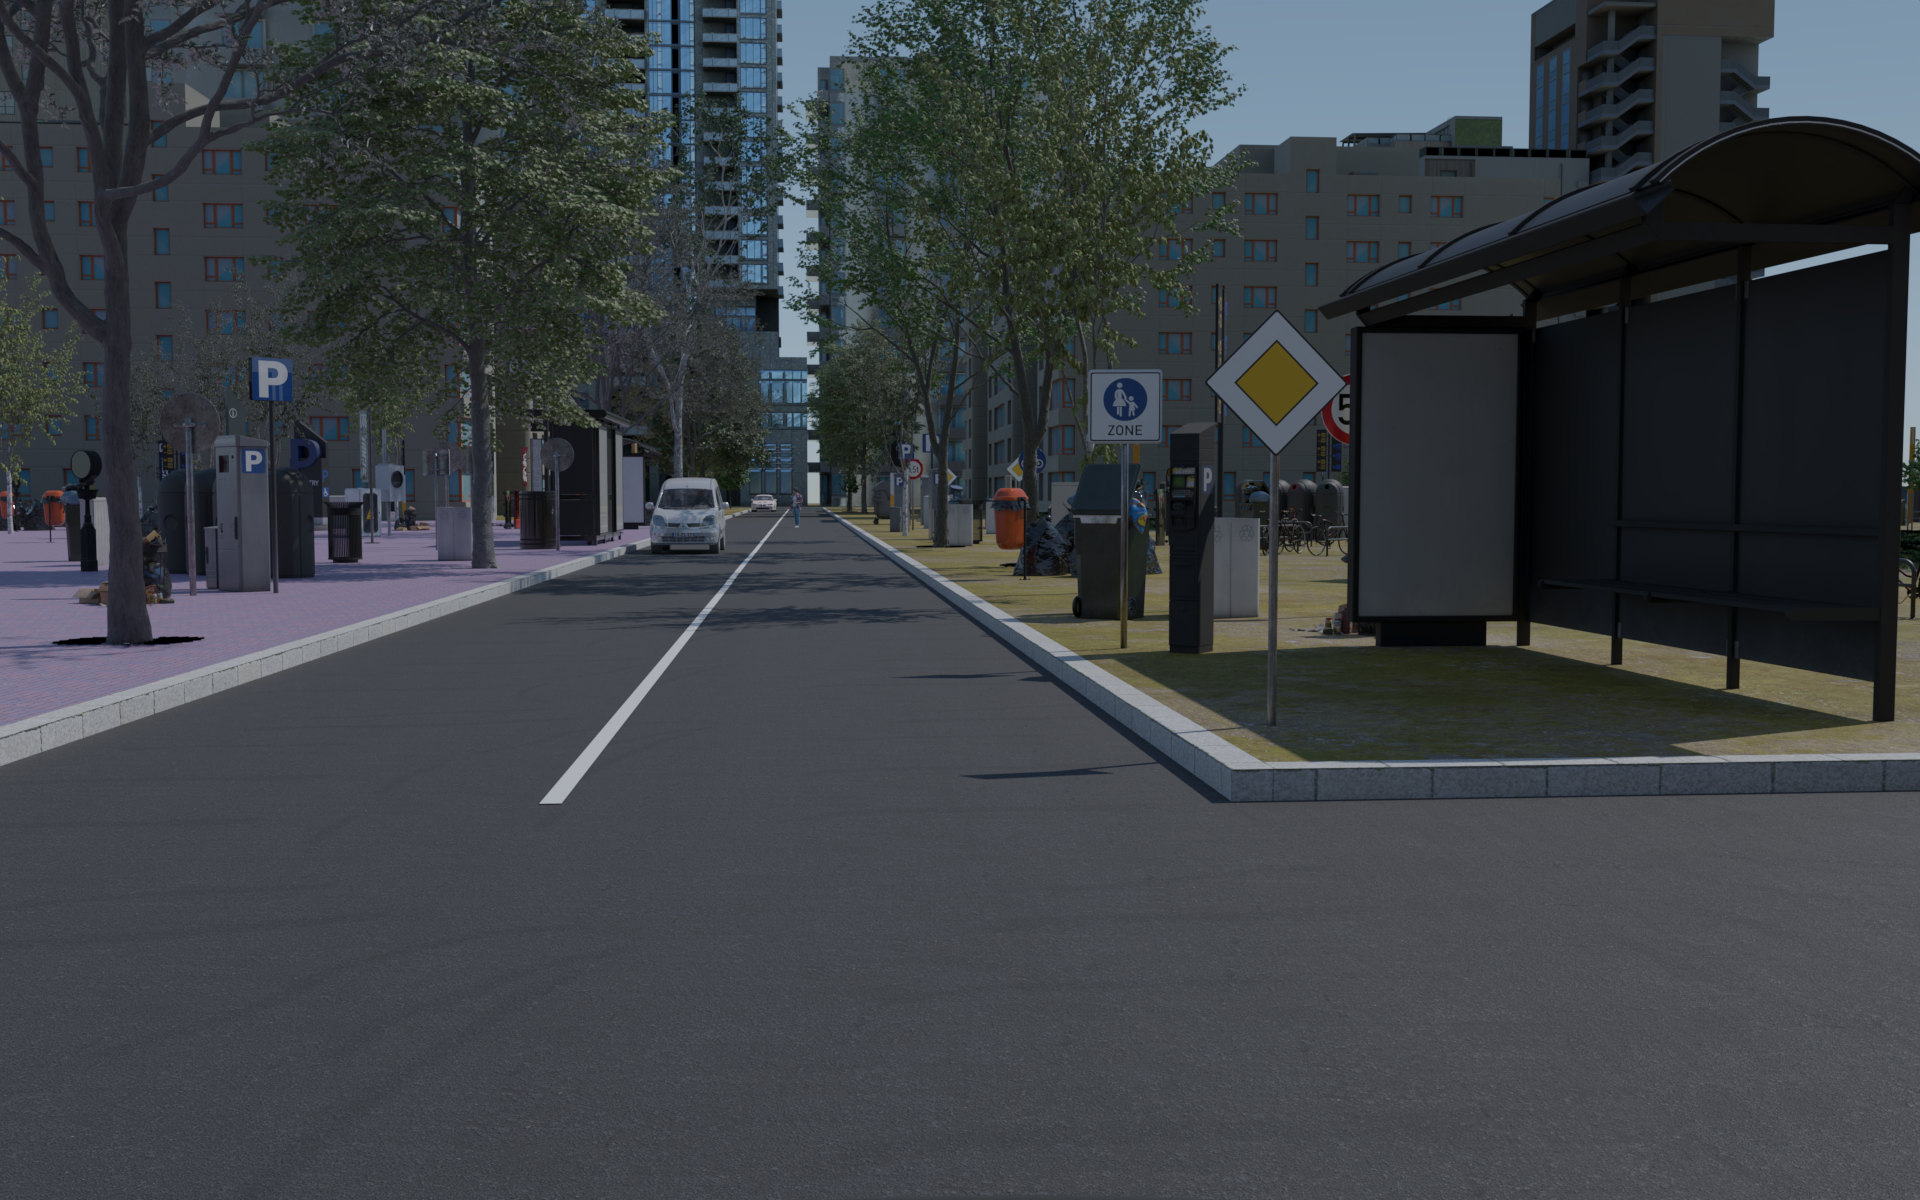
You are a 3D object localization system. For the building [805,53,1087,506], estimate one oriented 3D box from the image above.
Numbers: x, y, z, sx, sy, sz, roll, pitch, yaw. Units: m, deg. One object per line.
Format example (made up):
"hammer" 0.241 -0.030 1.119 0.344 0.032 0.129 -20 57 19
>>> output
"building" -1.633 -34.926 190.640 30.456 49.044 23.786 0 4 -5

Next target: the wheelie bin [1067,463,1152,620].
"wheelie bin" 1.550 -0.612 17.914 0.980 1.594 0.693 2 4 31

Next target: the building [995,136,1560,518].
"building" 17.747 -16.101 108.289 27.650 21.520 28.899 0 4 -5

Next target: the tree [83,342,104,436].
"tree" -36.800 -7.773 77.450 4.360 8.622 3.978 0 3 0

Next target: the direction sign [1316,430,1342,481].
"direction sign" 12.944 -4.209 60.817 0.876 3.537 0.379 0 4 -1

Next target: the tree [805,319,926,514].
"tree" -6.097 -11.856 111.972 7.486 12.596 7.792 0 3 0

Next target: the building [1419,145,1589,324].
"building" 43.574 -22.977 147.382 14.107 30.474 14.160 0 4 -5

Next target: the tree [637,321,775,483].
"tree" -16.110 -11.721 108.646 9.611 12.733 9.660 0 3 0

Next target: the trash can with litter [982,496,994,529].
"trash can with litter" 1.508 -3.191 63.234 2.233 1.210 1.678 -3 5 -39

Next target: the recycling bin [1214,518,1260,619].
"recycling bin" 2.671 -0.346 18.208 0.722 1.027 0.722 -1 4 -19

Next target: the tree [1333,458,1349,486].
"tree" 18.120 -5.172 79.163 1.663 3.219 1.824 0 3 0

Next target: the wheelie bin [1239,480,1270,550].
"wheelie bin" 6.880 -1.969 40.099 0.693 1.594 0.980 -1 4 -23

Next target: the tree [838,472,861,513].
"tree" -7.419 -7.683 120.223 1.663 3.219 1.824 0 3 0

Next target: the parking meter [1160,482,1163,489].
"parking meter" 9.456 -4.574 80.496 0.255 1.863 0.399 2 4 31

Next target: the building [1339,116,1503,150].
"building" 49.797 -30.995 190.370 14.086 41.232 14.154 0 4 -5

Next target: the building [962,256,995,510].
"building" 15.298 -17.859 137.031 27.650 21.520 28.899 0 4 -5

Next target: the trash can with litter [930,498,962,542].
"trash can with litter" -0.285 -2.119 46.040 0.624 1.170 1.055 3 4 36

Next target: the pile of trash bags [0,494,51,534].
"pile of trash bags" -32.837 -3.097 60.392 1.912 1.369 3.447 -1 4 -16

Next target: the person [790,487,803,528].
"person" -6.963 -3.948 73.893 0.563 1.720 0.643 2 4 29

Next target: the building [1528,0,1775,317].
"building" 57.807 -30.391 146.995 14.200 45.320 14.600 0 4 -5

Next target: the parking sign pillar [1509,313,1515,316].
"parking sign pillar" 7.760 -2.318 26.365 1.447 3.967 1.447 2 4 29

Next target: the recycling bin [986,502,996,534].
"recycling bin" 1.261 -2.634 55.614 0.722 1.027 0.722 1 4 15

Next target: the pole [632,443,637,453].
"pole" -12.780 -4.539 68.054 0.158 3.312 0.155 0 3 0

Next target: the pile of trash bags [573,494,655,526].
"pile of trash bags" -13.950 -3.655 69.517 3.447 1.369 1.912 -3 4 -36

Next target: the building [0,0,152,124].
"building" -84.730 -36.462 185.393 27.495 52.752 28.713 0 4 -5

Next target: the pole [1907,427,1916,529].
"pole" 28.897 -3.595 52.615 0.158 3.312 0.155 0 3 0

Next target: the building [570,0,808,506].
"building" -32.182 -53.424 186.146 31.000 86.520 22.319 0 4 -5

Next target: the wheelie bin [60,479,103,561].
"wheelie bin" -16.797 -1.543 33.141 0.693 1.594 0.980 -1 4 -23

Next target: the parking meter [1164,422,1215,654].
"parking meter" 1.876 -0.508 14.015 0.255 1.863 0.399 2 4 32

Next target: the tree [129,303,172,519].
"tree" -27.975 -6.939 63.819 4.360 8.622 3.978 0 3 0

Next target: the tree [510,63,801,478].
"tree" -13.647 -13.517 76.897 12.611 20.169 13.585 0 3 0

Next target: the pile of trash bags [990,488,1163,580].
"pile of trash bags" 1.631 -1.060 27.082 1.912 1.369 3.447 3 4 37

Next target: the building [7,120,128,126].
"building" -68.312 -22.385 137.699 14.107 30.474 14.160 0 4 -5

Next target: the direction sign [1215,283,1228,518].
"direction sign" 2.878 -1.659 19.123 0.379 3.537 0.876 1 4 15

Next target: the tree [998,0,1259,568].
"tree" 1.340 -6.405 30.482 9.928 11.665 9.643 0 3 0

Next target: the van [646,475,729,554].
"van" -6.716 -2.196 42.919 2.013 2.044 4.112 0 4 -5

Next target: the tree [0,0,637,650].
"tree" -7.272 -6.363 14.409 12.009 13.543 11.850 0 3 0

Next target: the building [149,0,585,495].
"building" -45.165 -31.446 133.753 30.456 49.044 23.786 0 4 -5

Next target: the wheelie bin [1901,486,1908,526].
"wheelie bin" 38.078 -3.808 70.174 0.693 1.594 0.980 -3 4 -39

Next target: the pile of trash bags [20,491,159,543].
"pile of trash bags" -22.590 -2.212 45.922 3.447 1.369 1.912 0 4 -1

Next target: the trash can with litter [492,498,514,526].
"trash can with litter" -18.416 -3.590 69.761 1.678 1.210 2.233 2 4 35

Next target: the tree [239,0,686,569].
"tree" -8.335 -6.791 29.165 7.486 12.596 7.792 0 3 0

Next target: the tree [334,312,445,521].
"tree" -22.850 -7.270 69.235 4.737 8.622 4.395 0 3 0

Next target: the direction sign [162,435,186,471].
"direction sign" -26.195 -4.035 57.973 0.876 3.537 0.379 -1 4 -21

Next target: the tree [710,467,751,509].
"tree" -19.525 -9.974 146.784 4.285 4.588 4.351 0 3 0

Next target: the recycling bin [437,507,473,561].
"recycling bin" -9.657 -1.287 33.590 0.722 1.027 0.722 1 4 9

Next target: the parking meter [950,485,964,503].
"parking meter" -0.086 -2.417 47.921 0.372 1.533 0.369 0 3 0

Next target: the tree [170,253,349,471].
"tree" -21.249 -6.322 53.732 4.360 8.622 3.978 0 3 0

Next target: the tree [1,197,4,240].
"tree" -23.319 -5.458 39.601 4.737 8.622 4.395 0 3 0

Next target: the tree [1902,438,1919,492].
"tree" 28.555 -3.478 51.461 1.663 3.219 1.824 0 3 0

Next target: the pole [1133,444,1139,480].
"pole" 5.471 -3.669 53.837 0.158 3.312 0.155 0 3 0

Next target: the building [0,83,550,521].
"building" -38.918 -15.351 96.033 27.650 21.520 28.899 0 4 -5

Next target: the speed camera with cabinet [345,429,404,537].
"speed camera with cabinet" -17.640 -3.540 52.218 0.660 3.252 2.038 1 4 21

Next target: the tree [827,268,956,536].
"tree" -1.777 -6.261 52.722 4.360 8.622 3.978 0 3 0

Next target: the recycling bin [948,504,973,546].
"recycling bin" -0.096 -1.856 42.897 0.722 1.027 0.722 -1 4 -10

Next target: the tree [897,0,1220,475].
"tree" 1.470 -4.383 22.029 4.737 8.622 4.395 0 3 0
